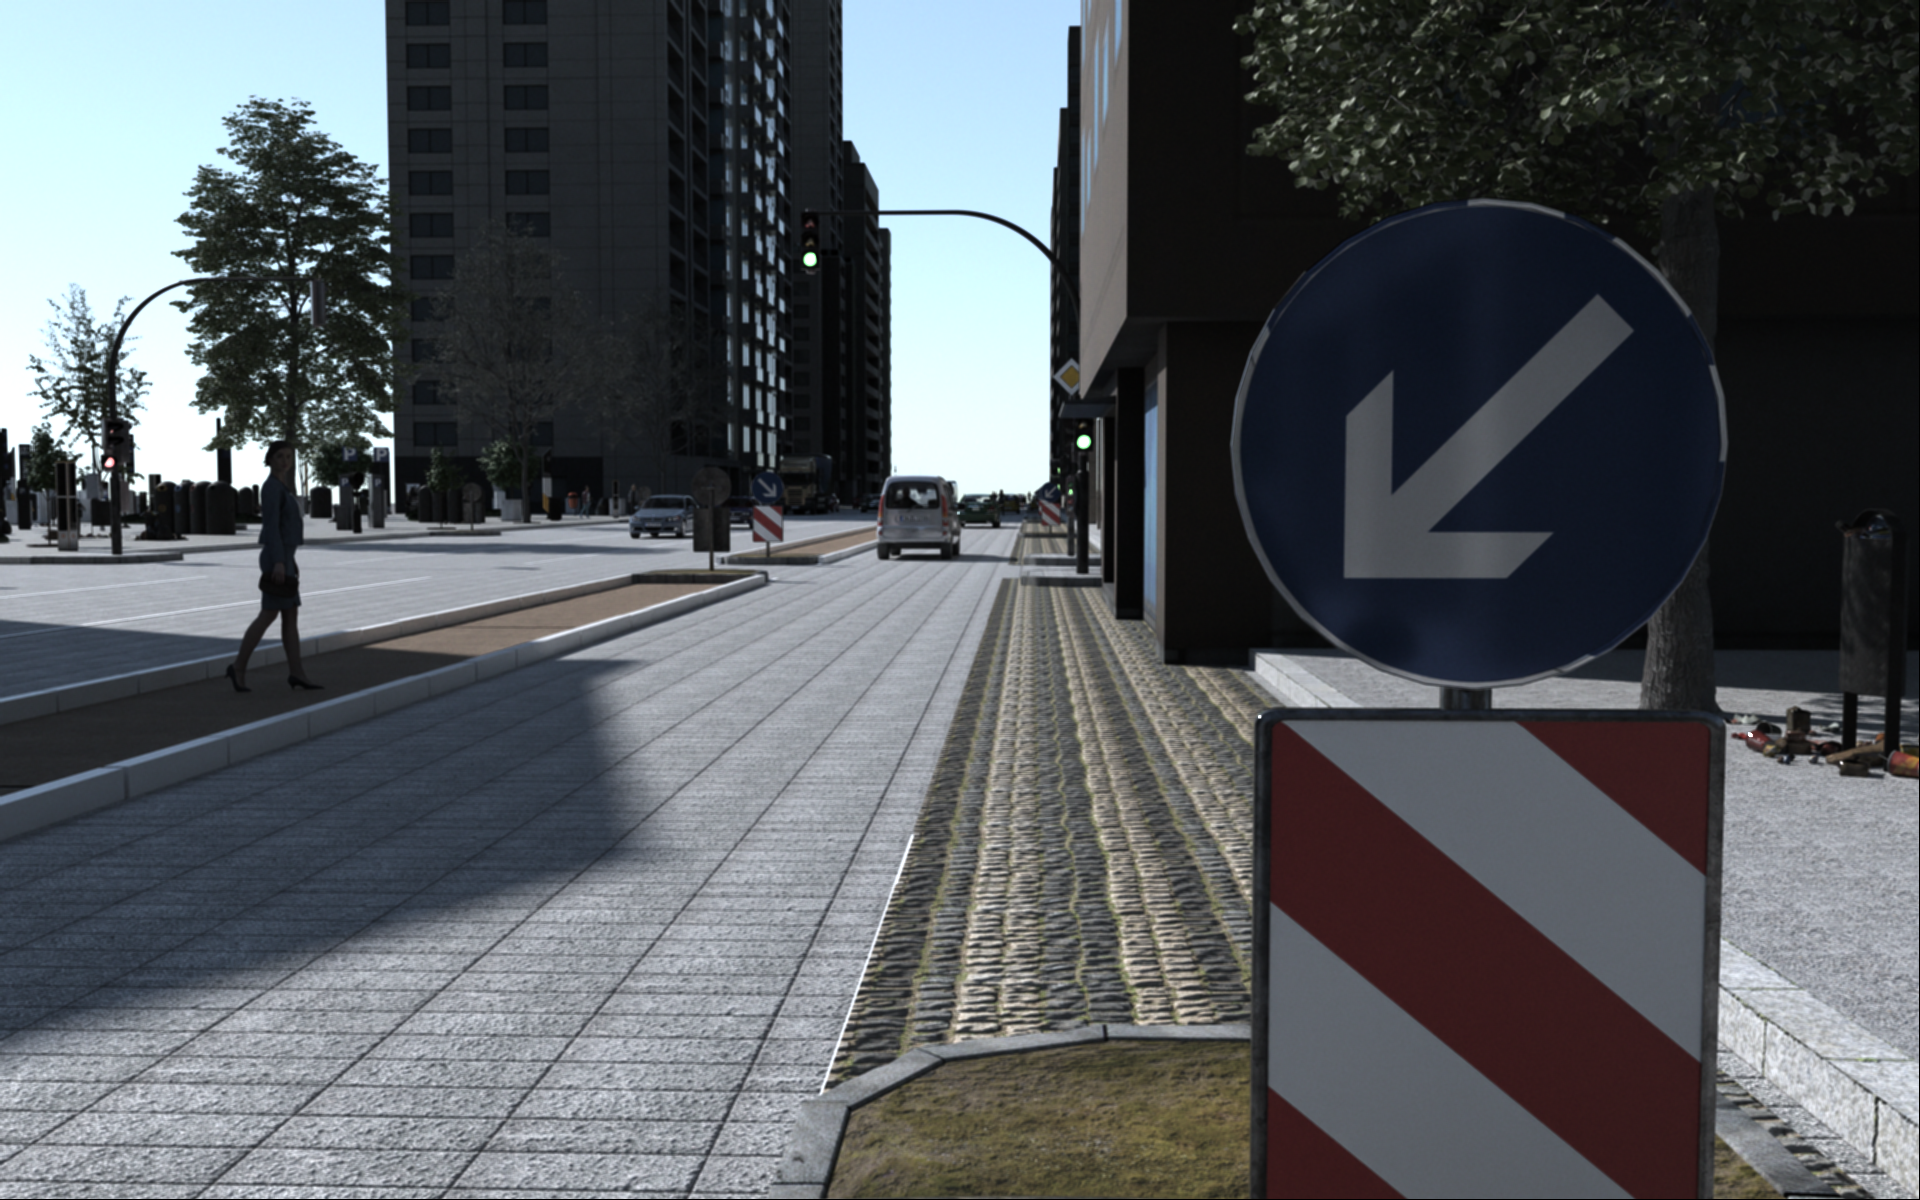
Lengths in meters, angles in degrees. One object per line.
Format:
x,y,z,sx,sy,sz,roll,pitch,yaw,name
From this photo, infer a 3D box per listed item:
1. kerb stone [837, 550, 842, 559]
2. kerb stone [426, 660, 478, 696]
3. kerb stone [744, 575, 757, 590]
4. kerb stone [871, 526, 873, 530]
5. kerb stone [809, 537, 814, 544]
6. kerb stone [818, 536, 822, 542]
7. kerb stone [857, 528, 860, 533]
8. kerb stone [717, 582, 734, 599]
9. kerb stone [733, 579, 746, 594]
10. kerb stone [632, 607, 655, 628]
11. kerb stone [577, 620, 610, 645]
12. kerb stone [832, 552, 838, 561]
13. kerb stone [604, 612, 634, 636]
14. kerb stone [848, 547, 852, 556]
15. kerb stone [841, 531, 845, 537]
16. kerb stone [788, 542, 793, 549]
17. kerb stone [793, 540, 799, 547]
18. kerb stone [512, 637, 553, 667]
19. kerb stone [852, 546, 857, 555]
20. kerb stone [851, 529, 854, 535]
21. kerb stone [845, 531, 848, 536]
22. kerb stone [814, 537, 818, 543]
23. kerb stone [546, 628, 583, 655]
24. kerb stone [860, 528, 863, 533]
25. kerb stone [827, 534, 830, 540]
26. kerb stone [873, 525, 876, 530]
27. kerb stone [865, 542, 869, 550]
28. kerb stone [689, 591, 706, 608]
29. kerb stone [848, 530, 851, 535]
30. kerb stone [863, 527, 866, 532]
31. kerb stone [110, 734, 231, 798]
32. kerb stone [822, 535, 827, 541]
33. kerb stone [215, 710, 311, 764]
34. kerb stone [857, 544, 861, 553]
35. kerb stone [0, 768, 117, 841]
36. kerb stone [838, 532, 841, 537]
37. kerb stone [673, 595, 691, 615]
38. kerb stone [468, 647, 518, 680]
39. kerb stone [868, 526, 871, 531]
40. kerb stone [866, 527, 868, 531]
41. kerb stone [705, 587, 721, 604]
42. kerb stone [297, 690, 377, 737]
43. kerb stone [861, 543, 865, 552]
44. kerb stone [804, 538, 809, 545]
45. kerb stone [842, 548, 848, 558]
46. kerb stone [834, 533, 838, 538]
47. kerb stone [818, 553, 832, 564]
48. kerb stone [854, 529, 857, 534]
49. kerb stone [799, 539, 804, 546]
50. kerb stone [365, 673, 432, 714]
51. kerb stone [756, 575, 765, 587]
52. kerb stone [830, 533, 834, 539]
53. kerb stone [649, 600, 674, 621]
-2.745,-0.959,37.870,0.120,0.150,1.000,0,4,2,kerb stone
-3.787,0.584,12.752,0.120,0.150,1.000,0,4,2,kerb stone
-3.231,-0.237,26.067,0.120,0.150,1.000,0,4,2,kerb stone
-3.592,-2.781,67.671,0.120,0.150,1.000,0,4,2,kerb stone
-4.360,-1.654,49.246,0.120,0.150,1.000,0,4,2,kerb stone
-4.278,-1.780,51.301,0.120,0.150,1.000,0,4,2,kerb stone
-3.814,-2.469,62.558,0.120,0.150,1.000,0,4,2,kerb stone
-3.313,-0.112,24.019,0.120,0.150,1.000,0,4,2,kerb stone
-3.272,-0.174,25.046,0.120,0.150,1.000,0,4,2,kerb stone
-3.526,0.208,18.904,0.120,0.150,1.000,0,4,2,kerb stone
-3.614,0.327,16.857,0.120,0.150,1.000,0,4,2,kerb stone
-2.776,-0.896,36.848,0.120,0.150,1.000,0,4,2,kerb stone
-3.571,0.264,17.878,0.120,0.150,1.000,0,4,2,kerb stone
-2.648,-1.078,39.917,0.120,0.150,1.000,0,4,2,kerb stone
-4.020,-2.156,57.443,0.120,0.150,1.000,0,4,2,kerb stone
-4.536,-1.401,45.149,0.120,0.150,1.000,0,4,2,kerb stone
-4.497,-1.467,46.174,0.120,0.150,1.000,0,4,2,kerb stone
-3.697,0.452,14.810,0.120,0.150,1.000,0,4,2,kerb stone
-2.607,-1.143,40.949,0.120,0.150,1.000,0,4,2,kerb stone
-3.888,-2.343,60.506,0.120,0.150,1.000,0,4,2,kerb stone
-3.978,-2.218,58.464,0.120,0.150,1.000,0,4,2,kerb stone
-4.319,-1.717,50.274,0.120,0.150,1.000,0,4,2,kerb stone
-3.662,0.389,15.832,0.120,0.150,1.000,0,4,2,kerb stone
-3.762,-2.531,63.584,0.120,0.150,1.000,0,4,2,kerb stone
-4.195,-1.903,53.350,0.120,0.150,1.000,0,4,2,kerb stone
-3.548,-2.843,68.697,0.120,0.150,1.000,0,4,2,kerb stone
-2.483,-1.335,44.020,0.120,0.150,1.000,0,4,2,kerb stone
-3.412,0.013,21.977,0.120,0.150,1.000,0,4,2,kerb stone
-3.936,-2.281,59.485,0.120,0.150,1.000,0,4,2,kerb stone
-3.717,-2.590,64.605,0.120,0.150,1.000,0,4,2,kerb stone
-3.952,0.828,8.659,0.120,0.150,1.000,0,4,2,kerb stone
-4.227,-1.843,52.328,0.120,0.150,1.000,0,4,2,kerb stone
-3.912,0.765,9.681,0.120,0.150,1.000,0,4,2,kerb stone
-2.565,-1.210,41.976,0.120,0.150,1.000,0,4,2,kerb stone
-4.006,0.894,7.639,0.120,0.150,1.000,0,4,2,kerb stone
-4.060,-2.093,56.422,0.120,0.150,1.000,0,4,2,kerb stone
-3.440,0.076,20.947,0.120,0.150,1.000,0,4,2,kerb stone
-3.742,0.515,13.779,0.120,0.150,1.000,0,4,2,kerb stone
-3.643,-2.719,66.648,0.120,0.150,1.000,0,4,2,kerb stone
-3.672,-2.656,65.626,0.120,0.150,1.000,0,4,2,kerb stone
-3.360,-0.042,22.998,0.120,0.150,1.000,0,4,2,kerb stone
-3.869,0.703,10.702,0.120,0.150,1.000,0,4,2,kerb stone
-2.525,-1.272,42.997,0.120,0.150,1.000,0,4,2,kerb stone
-4.408,-1.588,48.226,0.120,0.150,1.000,0,4,2,kerb stone
-2.684,-1.021,38.895,0.120,0.150,1.000,0,4,2,kerb stone
-4.105,-2.031,55.401,0.120,0.150,1.000,0,4,2,kerb stone
-2.819,-0.834,35.827,0.120,0.150,1.000,0,4,2,kerb stone
-3.852,-2.406,61.536,0.120,0.150,1.000,0,4,2,kerb stone
-4.451,-1.528,47.201,0.120,0.150,1.000,0,4,2,kerb stone
-3.829,0.640,11.730,0.120,0.150,1.000,0,4,2,kerb stone
-3.188,-0.295,27.092,0.120,0.150,1.000,0,4,2,kerb stone
-4.151,-1.966,54.380,0.120,0.150,1.000,0,4,2,kerb stone
-3.481,0.139,19.925,0.120,0.150,1.000,0,4,2,kerb stone
